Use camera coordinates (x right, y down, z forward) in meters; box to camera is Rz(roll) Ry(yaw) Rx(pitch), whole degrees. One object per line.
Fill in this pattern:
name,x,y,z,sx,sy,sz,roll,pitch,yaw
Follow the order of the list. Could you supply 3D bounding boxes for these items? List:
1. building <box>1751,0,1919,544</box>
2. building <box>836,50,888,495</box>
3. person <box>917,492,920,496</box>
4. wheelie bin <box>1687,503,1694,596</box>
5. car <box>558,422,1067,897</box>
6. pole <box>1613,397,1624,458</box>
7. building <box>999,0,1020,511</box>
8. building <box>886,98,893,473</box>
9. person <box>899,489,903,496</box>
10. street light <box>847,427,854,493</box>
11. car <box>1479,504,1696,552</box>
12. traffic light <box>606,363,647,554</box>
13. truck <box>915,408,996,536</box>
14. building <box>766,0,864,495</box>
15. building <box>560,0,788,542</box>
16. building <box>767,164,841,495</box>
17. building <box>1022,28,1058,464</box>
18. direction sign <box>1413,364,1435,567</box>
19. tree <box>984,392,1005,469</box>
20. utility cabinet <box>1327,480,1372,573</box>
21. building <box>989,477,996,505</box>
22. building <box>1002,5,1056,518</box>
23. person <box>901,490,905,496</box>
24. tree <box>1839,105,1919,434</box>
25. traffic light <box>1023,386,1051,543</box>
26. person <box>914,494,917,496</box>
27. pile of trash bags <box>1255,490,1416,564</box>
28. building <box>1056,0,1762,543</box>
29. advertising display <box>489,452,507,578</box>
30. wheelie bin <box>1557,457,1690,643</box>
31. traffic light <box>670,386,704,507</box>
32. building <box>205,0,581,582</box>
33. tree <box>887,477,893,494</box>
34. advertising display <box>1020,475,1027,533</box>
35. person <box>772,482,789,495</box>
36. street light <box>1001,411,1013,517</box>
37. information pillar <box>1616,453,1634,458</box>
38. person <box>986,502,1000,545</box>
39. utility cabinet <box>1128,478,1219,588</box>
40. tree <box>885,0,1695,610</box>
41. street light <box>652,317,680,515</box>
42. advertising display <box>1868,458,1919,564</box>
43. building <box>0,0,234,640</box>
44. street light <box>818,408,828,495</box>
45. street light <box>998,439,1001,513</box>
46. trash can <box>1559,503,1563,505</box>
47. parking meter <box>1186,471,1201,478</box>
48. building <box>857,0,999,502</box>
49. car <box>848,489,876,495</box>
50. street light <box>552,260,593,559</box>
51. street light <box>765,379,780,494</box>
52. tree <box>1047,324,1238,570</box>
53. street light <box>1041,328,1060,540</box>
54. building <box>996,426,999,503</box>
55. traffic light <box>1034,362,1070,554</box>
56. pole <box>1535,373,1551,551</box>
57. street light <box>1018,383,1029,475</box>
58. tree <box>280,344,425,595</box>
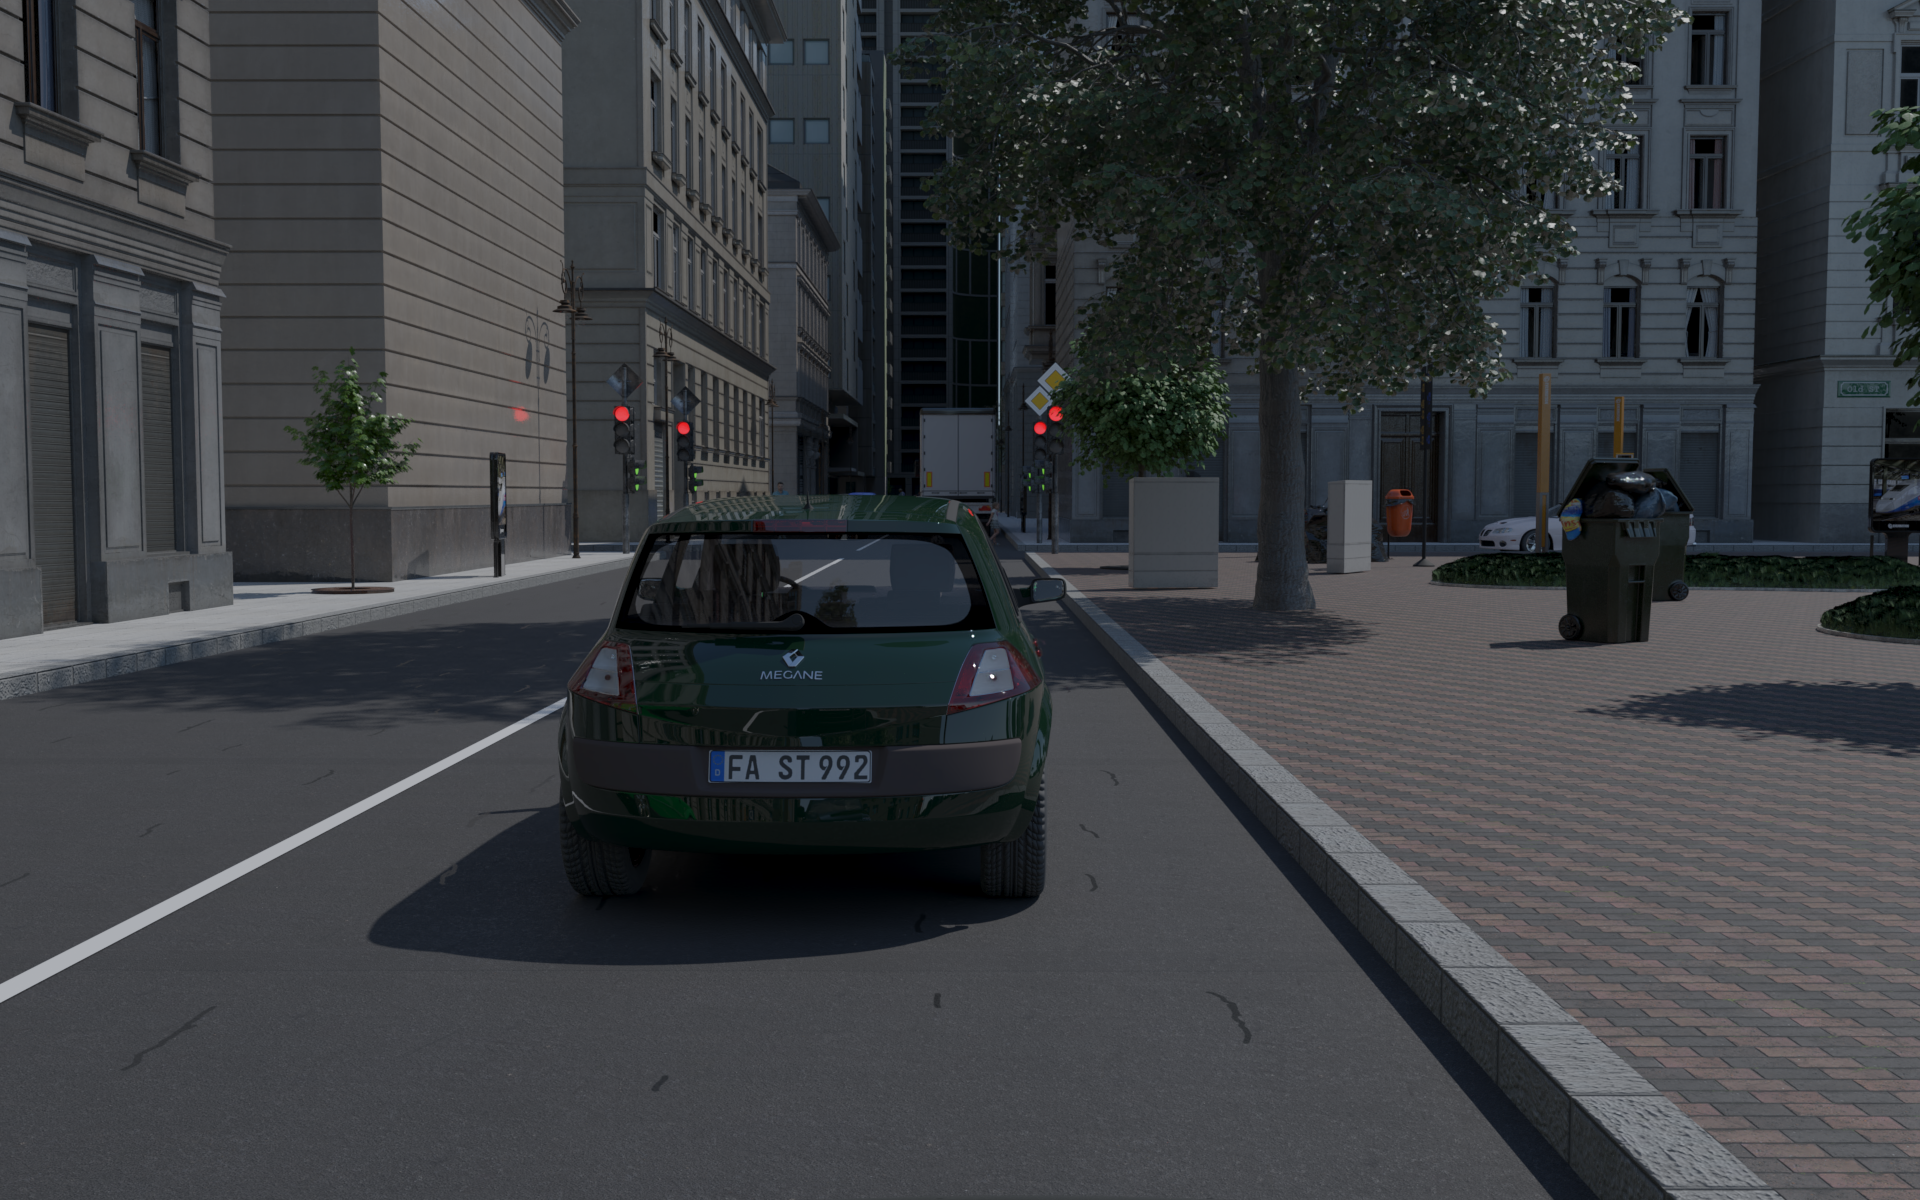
building,43.774,-16.846,51.841,44.131,29.872,17.030,0,4,0
building,-13.898,-28.835,155.043,14.154,41.232,14.086,0,4,0
person,-4.696,-11.457,196.735,0.541,1.710,0.530,-2,4,-34
wheelie bin,8.423,-0.799,20.973,0.693,1.594,0.980,0,4,-3
car,-0.515,0.136,7.560,2.009,1.686,4.222,0,4,1
pole,13.798,-2.599,36.336,0.158,3.312,0.155,0,3,0
building,10.052,-27.529,133.699,14.154,41.232,14.086,0,4,0
building,-22.654,-34.527,184.131,30.456,49.044,23.786,0,4,0
person,-4.349,-7.184,126.040,0.705,1.814,1.350,-1,4,-20
street light,-7.368,-8.818,116.963,0.468,5.910,1.993,0,4,0
car,14.506,-1.700,40.155,4.827,1.381,2.083,0,4,-1
traffic light,-7.144,-2.943,37.041,0.839,4.253,0.868,0,4,0
truck,-0.204,-4.475,62.084,2.839,4.237,11.283,0,4,-1
building,-21.570,-33.269,133.184,28.713,52.752,27.495,0,4,0
building,-15.464,-13.837,59.515,16.112,22.955,30.059,0,4,0
building,-13.226,-14.932,95.055,10.553,20.767,40.483,0,4,0
building,9.902,-15.519,72.823,14.460,24.649,34.723,0,4,0
direction sign,8.219,-2.361,30.592,0.379,3.537,0.876,0,4,4
tree,3.653,-10.607,123.780,4.360,8.622,3.978,0,3,0
utility cabinet,6.322,-1.191,28.151,0.318,1.500,1.173,2,4,34
building,19.270,-30.077,183.638,32.217,40.220,23.993,0,4,0
building,8.439,-20.024,104.878,11.434,29.767,29.804,0,4,0
person,-5.455,-9.354,161.306,0.599,1.838,0.709,3,4,36
tree,7.443,-1.677,11.135,4.285,4.588,4.351,0,3,0
traffic light,2.050,-3.430,45.005,0.839,4.253,0.868,0,4,0
person,-4.967,-10.873,189.463,0.799,1.438,0.628,1,4,21
pile of trash bags,7.443,-1.439,33.277,3.447,1.369,1.912,-2,4,-34
building,11.822,-12.244,49.344,18.267,20.994,9.793,0,4,0
advertising display,-7.176,-1.329,26.946,0.123,1.923,0.974,0,4,-7
wheelie bin,5.711,-0.441,15.126,0.980,1.594,0.693,-2,4,-30
traffic light,-7.112,-3.432,45.026,0.839,4.253,0.868,0,4,0
building,-20.341,-14.245,30.164,25.104,27.353,12.463,0,4,0
tree,-7.004,-10.503,166.319,1.663,3.219,1.824,0,3,0
advertising display,2.112,-3.205,57.607,0.123,1.923,0.974,0,4,-4
person,-5.721,-2.876,55.544,0.660,1.820,0.620,-1,4,-21
street light,2.679,-7.536,96.000,0.468,5.910,1.993,0,4,0
information pillar,11.983,-1.639,31.286,0.304,2.012,0.304,1,4,21
person,0.939,-2.159,48.807,0.382,1.210,0.505,0,4,5
utility cabinet,2.892,-0.906,23.484,1.173,1.500,0.318,0,4,-8
tree,3.615,-6.865,18.897,9.857,13.997,8.962,0,3,0
street light,-7.662,-4.434,45.277,0.468,5.910,1.993,0,4,0
advertising display,16.793,-1.578,31.019,0.974,1.923,0.123,0,4,4
building,-13.125,-9.869,10.513,9.793,20.994,18.267,0,4,0
street light,-7.366,-7.364,93.188,0.468,5.910,1.993,0,4,0
street light,2.849,-8.991,119.795,0.468,5.910,1.993,0,4,0
trash can,10.211,-1.027,28.443,0.748,1.137,0.748,0,3,0
parking meter,5.975,-2.363,44.344,0.255,1.863,0.399,2,4,33
building,-5.477,-47.332,212.131,20.611,71.187,20.563,0,4,0
car,-4.189,-3.937,73.963,1.945,1.707,3.694,0,4,2
street light,-7.651,-3.766,34.362,0.468,5.910,1.993,0,4,0
street light,-7.511,-5.910,69.413,0.468,5.910,1.993,0,4,0
tree,3.127,-2.818,29.786,4.285,4.588,4.351,0,3,0
street light,2.527,-4.628,48.449,0.468,5.910,1.993,0,4,0
building,14.732,-51.506,154.798,22.319,86.520,31.000,0,4,0
traffic light,2.017,-2.942,37.020,0.839,4.253,0.868,0,4,0
pole,9.900,-2.175,29.405,0.158,3.312,0.155,0,3,0
street light,2.636,-6.082,72.224,0.468,5.910,1.993,0,4,0
tree,-7.860,-1.700,22.400,1.663,3.219,1.824,0,3,0
